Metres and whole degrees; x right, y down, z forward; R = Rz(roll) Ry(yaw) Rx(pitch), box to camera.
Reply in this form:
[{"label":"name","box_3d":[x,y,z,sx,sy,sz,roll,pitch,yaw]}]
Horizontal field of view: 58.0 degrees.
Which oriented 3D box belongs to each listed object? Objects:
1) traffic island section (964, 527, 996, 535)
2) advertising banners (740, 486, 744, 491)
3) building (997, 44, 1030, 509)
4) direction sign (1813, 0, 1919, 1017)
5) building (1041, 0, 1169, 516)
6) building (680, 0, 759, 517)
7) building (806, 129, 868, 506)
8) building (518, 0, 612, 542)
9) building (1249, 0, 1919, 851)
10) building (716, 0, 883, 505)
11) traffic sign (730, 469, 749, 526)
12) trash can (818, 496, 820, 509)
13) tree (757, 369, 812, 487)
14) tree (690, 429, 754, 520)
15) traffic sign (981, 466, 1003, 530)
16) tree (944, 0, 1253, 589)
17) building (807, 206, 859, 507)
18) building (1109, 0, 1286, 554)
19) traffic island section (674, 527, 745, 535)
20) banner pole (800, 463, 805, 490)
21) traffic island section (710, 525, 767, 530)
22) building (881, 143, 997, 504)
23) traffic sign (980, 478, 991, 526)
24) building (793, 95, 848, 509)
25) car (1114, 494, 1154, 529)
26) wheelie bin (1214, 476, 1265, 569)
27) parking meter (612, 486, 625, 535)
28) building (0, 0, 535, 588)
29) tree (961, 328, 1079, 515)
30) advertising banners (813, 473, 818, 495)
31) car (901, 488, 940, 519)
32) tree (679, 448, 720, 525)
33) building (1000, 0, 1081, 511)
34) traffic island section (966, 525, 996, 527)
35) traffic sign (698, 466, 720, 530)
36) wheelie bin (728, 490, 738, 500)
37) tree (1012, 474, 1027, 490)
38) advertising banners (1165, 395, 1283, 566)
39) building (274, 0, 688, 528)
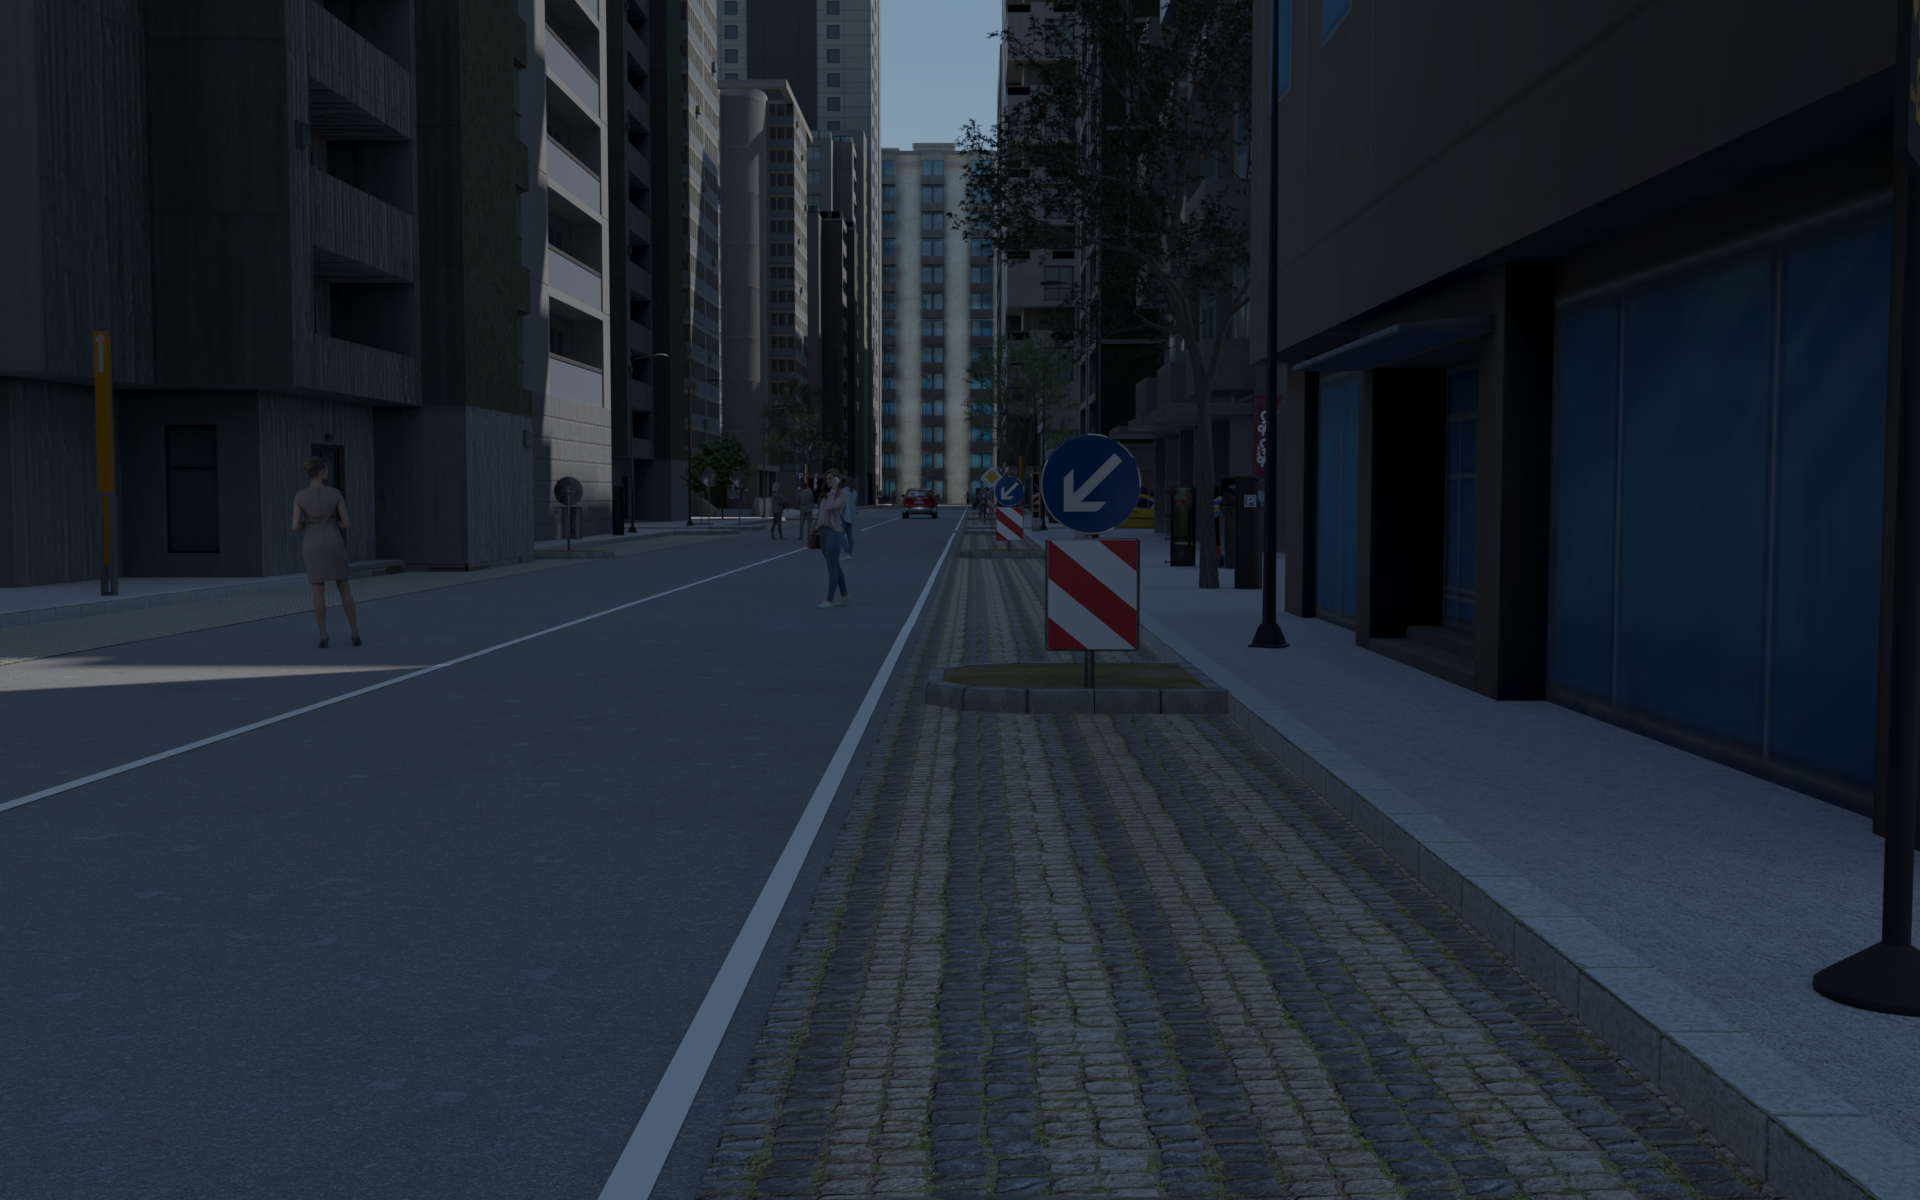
[{"label":"traffic island section","box_3d":[1.155,-2.397,61.475,2.009,0.180,2.903,0,4,0]},{"label":"advertising banners","box_3d":[-16.161,-8.383,133.250,2.074,3.025,0.090,-2,4,-32]},{"label":"building","box_3d":[14.620,-34.032,180.132,21.300,48.544,21.600,0,4,0]},{"label":"direction sign","box_3d":[2.389,-0.754,4.320,0.379,3.537,0.876,2,4,35]},{"label":"building","box_3d":[15.093,-39.997,92.200,20.563,71.187,20.611,0,4,0]},{"label":"building","box_3d":[-27.631,-25.193,103.789,32.217,40.220,23.993,0,4,0]},{"label":"building","box_3d":[-17.583,-30.928,189.272,14.154,41.232,14.086,0,4,0]},{"label":"building","box_3d":[-25.301,-31.067,49.950,28.212,58.520,21.231,0,4,0]},{"label":"building","box_3d":[10.042,-22.060,10.797,14.600,45.320,14.200,0,4,0]},{"label":"building","box_3d":[-20.220,-47.136,208.920,20.611,71.187,20.563,0,4,0]},{"label":"traffic sign","box_3d":[-8.848,-4.027,69.484,0.795,2.450,0.064,0,4,0]},{"label":"trash can","box_3d":[-11.062,-7.754,138.434,0.748,1.137,0.748,0,3,0]},{"label":"tree","box_3d":[-11.699,-11.972,130.148,7.601,10.594,8.767,0,4,6]},{"label":"tree","box_3d":[-11.982,-6.327,87.166,4.285,4.588,4.351,0,3,0]},{"label":"traffic sign","box_3d":[1.131,-3.532,61.398,0.795,2.450,0.064,0,4,0]},{"label":"tree","box_3d":[3.522,-5.456,23.616,8.767,10.594,7.601,1,4,18]},{"label":"building","box_3d":[-17.809,-24.699,175.531,14.160,30.474,14.107,0,4,0]},{"label":"building","box_3d":[16.537,-26.015,44.954,23.786,49.044,30.456,0,4,0]},{"label":"traffic island section","box_3d":[-8.936,-2.402,61.561,2.009,0.180,2.903,0,4,0]},{"label":"banner pole","box_3d":[-12.619,-9.152,139.645,0.863,3.779,0.401,0,4,3]},{"label":"traffic island section","box_3d":[-8.872,-2.891,69.546,2.009,0.180,2.903,0,4,0]},{"label":"building","box_3d":[-3.587,-37.873,238.830,30.456,49.044,23.786,0,4,0]},{"label":"traffic sign","box_3d":[1.195,-4.021,69.383,0.795,2.450,0.064,0,4,0]},{"label":"building","box_3d":[-26.643,-28.404,156.289,32.217,40.220,23.993,0,4,0]},{"label":"car","box_3d":[6.903,-3.350,65.004,3.980,1.641,2.015,0,4,2]},{"label":"wheelie bin","box_3d":[4.843,-1.341,29.836,0.980,1.594,0.693,0,4,-1]},{"label":"parking meter","box_3d":[-10.649,-2.785,53.953,0.372,1.533,0.369,0,3,0]},{"label":"building","box_3d":[-16.022,-15.718,28.693,14.160,30.474,14.107,0,4,0]},{"label":"tree","box_3d":[3.831,-11.179,108.527,9.928,11.665,9.643,0,3,0]},{"label":"advertising banners","box_3d":[-12.457,-8.951,142.540,2.074,3.025,0.090,2,4,34]},{"label":"car","box_3d":[-2.343,-5.712,102.069,2.281,1.827,5.304,0,4,0]},{"label":"tree","box_3d":[-10.984,-4.772,72.631,1.663,3.219,1.824,0,3,0]},{"label":"building","box_3d":[16.631,-32.822,125.886,28.713,52.752,27.495,0,4,0]},{"label":"traffic island section","box_3d":[1.219,-2.886,69.460,2.009,0.180,2.903,0,4,0]},{"label":"traffic sign","box_3d":[-8.912,-3.539,61.499,0.795,2.450,0.064,0,4,0]},{"label":"wheelie bin","box_3d":[-16.136,-6.998,122.328,0.980,1.594,0.693,-1,4,-9]},{"label":"tree","box_3d":[4.927,-9.347,147.425,1.663,3.219,1.824,0,3,0]},{"label":"advertising banners","box_3d":[4.675,-2.109,30.671,2.074,3.025,0.090,0,4,-3]},{"label":"building","box_3d":[-20.357,-18.674,77.027,14.160,30.474,14.107,0,4,0]}]
